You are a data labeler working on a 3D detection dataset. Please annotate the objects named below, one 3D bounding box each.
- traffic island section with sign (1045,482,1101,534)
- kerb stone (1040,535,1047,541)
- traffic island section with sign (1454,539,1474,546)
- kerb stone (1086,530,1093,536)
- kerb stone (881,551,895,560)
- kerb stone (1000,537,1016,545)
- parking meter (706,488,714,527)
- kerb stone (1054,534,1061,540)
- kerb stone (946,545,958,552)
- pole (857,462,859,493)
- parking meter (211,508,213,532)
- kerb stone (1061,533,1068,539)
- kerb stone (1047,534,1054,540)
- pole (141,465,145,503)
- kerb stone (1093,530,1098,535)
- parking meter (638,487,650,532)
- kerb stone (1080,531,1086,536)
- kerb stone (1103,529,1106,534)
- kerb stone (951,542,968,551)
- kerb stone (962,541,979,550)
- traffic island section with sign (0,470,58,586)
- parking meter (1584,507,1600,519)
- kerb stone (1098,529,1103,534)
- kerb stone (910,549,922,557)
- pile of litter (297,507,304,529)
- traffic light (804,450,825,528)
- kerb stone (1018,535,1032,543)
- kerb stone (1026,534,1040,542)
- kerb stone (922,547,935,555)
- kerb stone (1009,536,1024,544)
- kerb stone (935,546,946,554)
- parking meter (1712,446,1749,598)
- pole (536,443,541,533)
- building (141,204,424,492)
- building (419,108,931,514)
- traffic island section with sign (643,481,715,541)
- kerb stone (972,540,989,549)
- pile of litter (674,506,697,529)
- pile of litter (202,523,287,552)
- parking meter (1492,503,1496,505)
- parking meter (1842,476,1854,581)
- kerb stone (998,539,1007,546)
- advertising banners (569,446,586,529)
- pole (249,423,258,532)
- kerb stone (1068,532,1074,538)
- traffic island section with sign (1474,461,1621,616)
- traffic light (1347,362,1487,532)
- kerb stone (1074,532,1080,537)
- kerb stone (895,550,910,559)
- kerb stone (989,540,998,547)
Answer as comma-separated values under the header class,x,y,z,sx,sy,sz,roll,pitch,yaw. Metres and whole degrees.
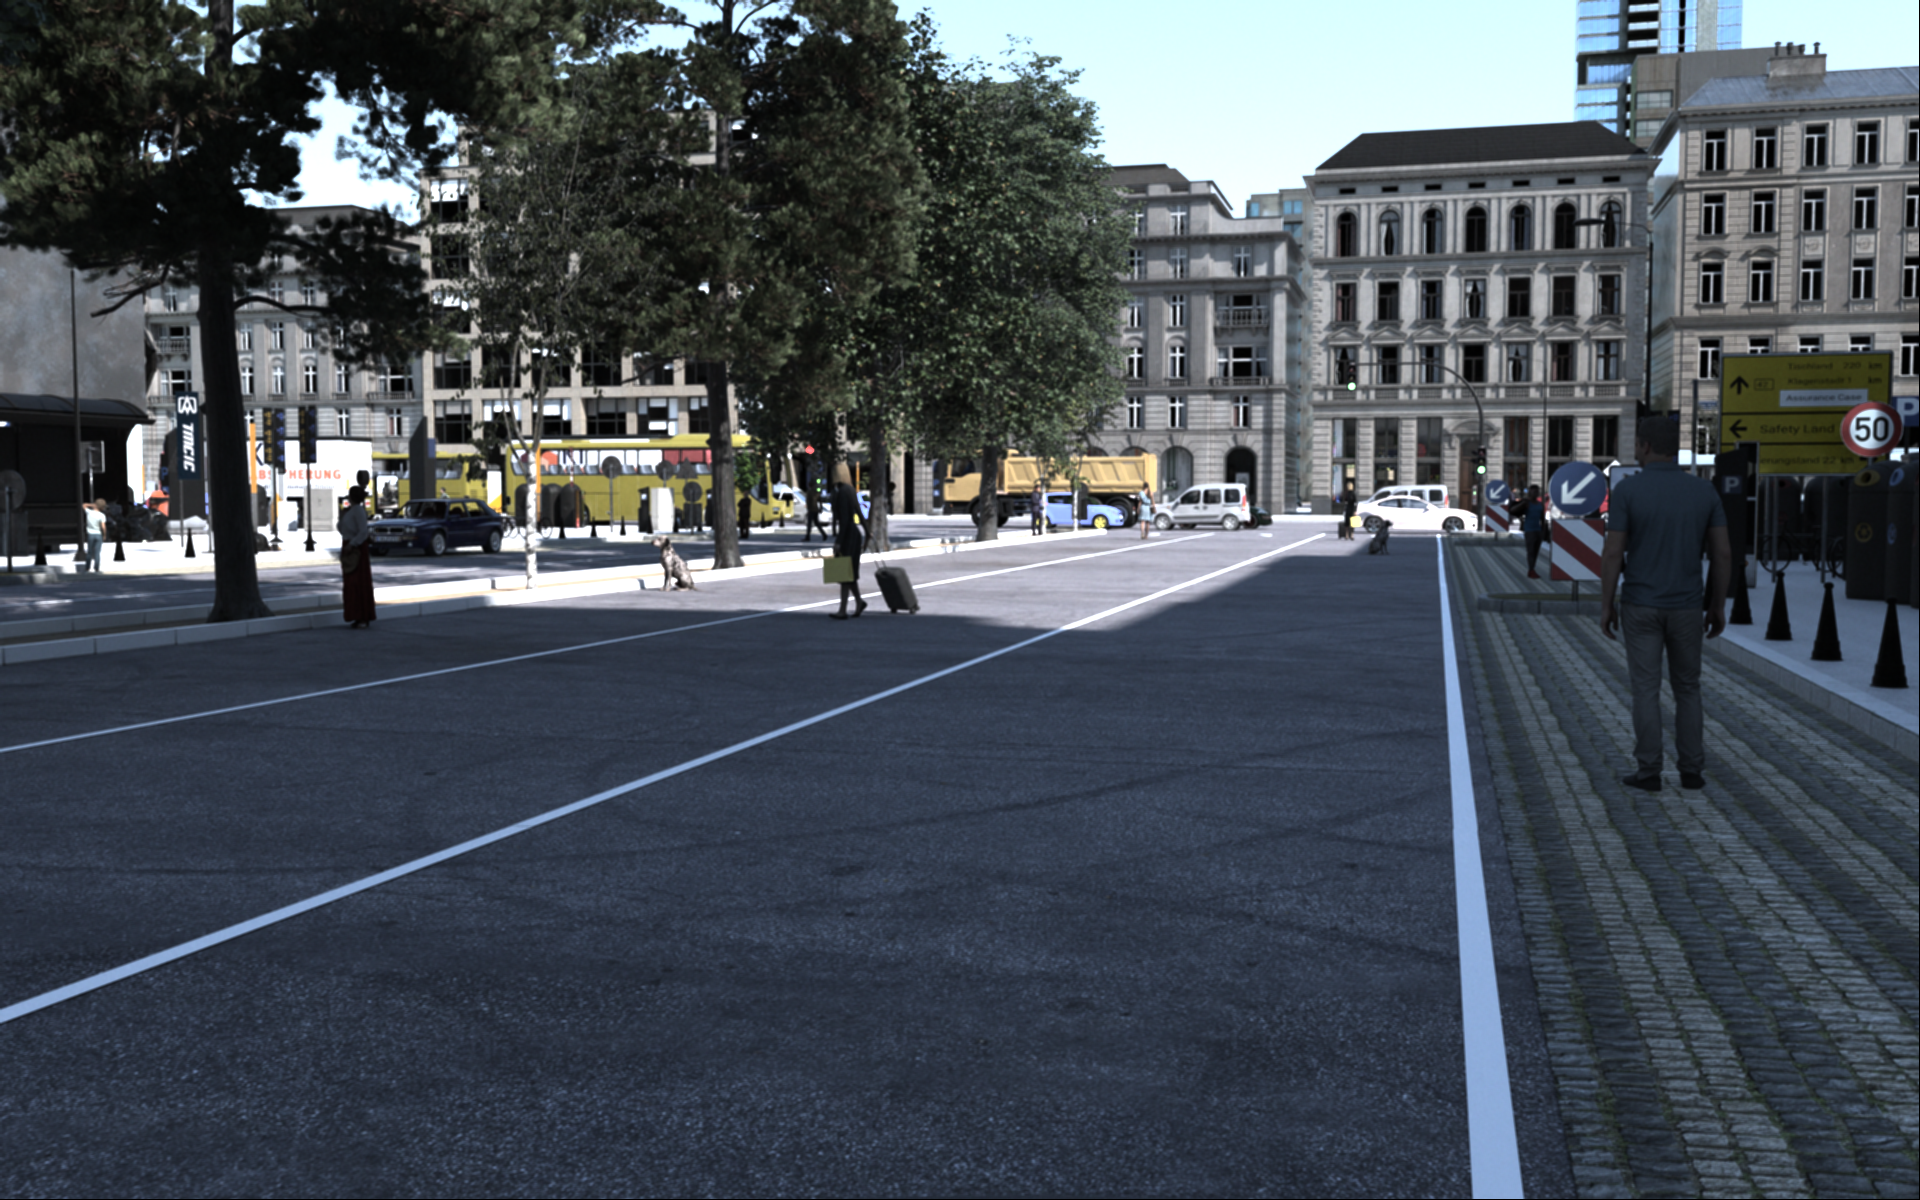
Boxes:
class,x,y,z,sx,sy,sz,roll,pitch,yaw
traffic island section with sign,4.241,-3.372,63.272,2.006,1.907,1.989,1,4,15
kerb stone,2.401,-1.865,52.683,0.120,0.150,1.000,1,4,15
traffic island section with sign,14.690,-2.397,47.822,1.989,1.847,2.006,1,4,15
kerb stone,4.321,-2.287,59.622,0.120,0.150,1.000,1,4,15
kerb stone,-1.674,-0.949,37.824,0.120,0.150,1.000,1,4,15
kerb stone,1.318,-1.622,48.713,0.120,0.150,1.000,1,4,15
parking meter,-9.755,-3.629,67.744,0.372,1.533,0.369,0,3,0
kerb stone,2.945,-1.986,54.670,0.120,0.150,1.000,1,4,15
kerb stone,-0.314,-1.253,42.773,0.120,0.150,1.000,1,4,15
pole,-6.441,-7.058,109.246,0.158,3.312,0.155,0,3,0
parking meter,-25.603,-3.119,59.402,0.372,1.533,0.369,0,3,0
kerb stone,3.220,-2.047,55.664,0.120,0.150,1.000,1,4,15
kerb stone,2.674,-1.925,53.672,0.120,0.150,1.000,1,4,15
pole,-56.844,-7.751,120.567,0.158,3.312,0.155,0,3,0
kerb stone,4.582,-2.350,60.620,0.120,0.150,1.000,1,4,15
parking meter,-10.620,-3.044,58.174,0.372,1.533,0.369,0,3,0
kerb stone,4.040,-2.229,58.635,0.120,0.150,1.000,1,4,15
kerb stone,5.130,-2.472,62.607,0.120,0.150,1.000,1,4,15
kerb stone,-0.037,-1.319,43.761,0.120,0.150,1.000,1,4,15
kerb stone,0.236,-1.380,44.754,0.120,0.150,1.000,1,4,15
traffic island section with sign,-15.686,-1.165,27.674,1.989,1.847,2.006,1,4,15
parking meter,17.366,-2.560,47.572,0.255,1.863,0.399,-1,4,-19
kerb stone,4.851,-2.407,61.620,0.120,0.150,1.000,1,4,15
kerb stone,-1.122,-1.069,39.800,0.120,0.150,1.000,1,4,15
pile of litter,-24.565,-3.080,64.328,1.719,0.858,1.176,2,4,25
traffic light,-5.575,-4.688,65.574,0.839,4.253,0.868,1,4,15
kerb stone,1.862,-1.741,50.703,0.120,0.150,1.000,1,4,15
kerb stone,2.137,-1.803,51.691,0.120,0.150,1.000,1,4,15
kerb stone,-0.853,-1.131,40.790,0.120,0.150,1.000,1,4,15
kerb stone,1.595,-1.681,49.707,0.120,0.150,1.000,1,4,15
kerb stone,-0.581,-1.195,41.779,0.120,0.150,1.000,1,4,15
parking meter,9.505,-0.961,21.429,0.399,1.863,0.255,1,4,17
pole,-13.863,-3.856,56.897,0.158,3.312,0.155,0,3,0
building,-46.428,-17.460,127.269,24.055,21.916,13.314,1,4,15
building,-17.586,-19.434,122.257,34.151,26.468,19.350,1,4,15
traffic island section with sign,-8.522,-2.763,53.805,1.989,1.847,2.006,1,4,15
kerb stone,0.506,-1.435,45.745,0.120,0.150,1.000,1,4,15
pile of litter,-10.489,-3.030,63.503,1.719,0.858,1.176,-1,4,-16
pile of litter,-15.992,-1.512,38.689,1.719,0.858,1.176,1,4,9
parking meter,28.076,-5.041,90.836,0.372,1.533,0.369,0,3,0
parking meter,13.281,-1.215,25.581,0.255,1.863,0.399,-2,4,-30
kerb stone,1.038,-1.562,47.726,0.120,0.150,1.000,1,4,15
advertising banners,-14.259,-4.178,64.499,0.090,3.025,2.074,0,4,3
pole,-20.405,-3.437,50.037,0.158,3.312,0.155,0,3,0
kerb stone,3.498,-2.108,56.656,0.120,0.150,1.000,1,4,15
traffic island section with sign,7.432,-0.778,21.348,1.989,1.847,2.006,1,4,15
traffic light,15.741,-5.196,59.622,4.771,5.953,1.251,1,4,15
kerb stone,3.769,-2.168,57.645,0.120,0.150,1.000,1,4,15
kerb stone,-1.391,-1.016,38.809,0.120,0.150,1.000,1,4,15
kerb stone,0.772,-1.501,46.735,0.120,0.150,1.000,1,4,15
